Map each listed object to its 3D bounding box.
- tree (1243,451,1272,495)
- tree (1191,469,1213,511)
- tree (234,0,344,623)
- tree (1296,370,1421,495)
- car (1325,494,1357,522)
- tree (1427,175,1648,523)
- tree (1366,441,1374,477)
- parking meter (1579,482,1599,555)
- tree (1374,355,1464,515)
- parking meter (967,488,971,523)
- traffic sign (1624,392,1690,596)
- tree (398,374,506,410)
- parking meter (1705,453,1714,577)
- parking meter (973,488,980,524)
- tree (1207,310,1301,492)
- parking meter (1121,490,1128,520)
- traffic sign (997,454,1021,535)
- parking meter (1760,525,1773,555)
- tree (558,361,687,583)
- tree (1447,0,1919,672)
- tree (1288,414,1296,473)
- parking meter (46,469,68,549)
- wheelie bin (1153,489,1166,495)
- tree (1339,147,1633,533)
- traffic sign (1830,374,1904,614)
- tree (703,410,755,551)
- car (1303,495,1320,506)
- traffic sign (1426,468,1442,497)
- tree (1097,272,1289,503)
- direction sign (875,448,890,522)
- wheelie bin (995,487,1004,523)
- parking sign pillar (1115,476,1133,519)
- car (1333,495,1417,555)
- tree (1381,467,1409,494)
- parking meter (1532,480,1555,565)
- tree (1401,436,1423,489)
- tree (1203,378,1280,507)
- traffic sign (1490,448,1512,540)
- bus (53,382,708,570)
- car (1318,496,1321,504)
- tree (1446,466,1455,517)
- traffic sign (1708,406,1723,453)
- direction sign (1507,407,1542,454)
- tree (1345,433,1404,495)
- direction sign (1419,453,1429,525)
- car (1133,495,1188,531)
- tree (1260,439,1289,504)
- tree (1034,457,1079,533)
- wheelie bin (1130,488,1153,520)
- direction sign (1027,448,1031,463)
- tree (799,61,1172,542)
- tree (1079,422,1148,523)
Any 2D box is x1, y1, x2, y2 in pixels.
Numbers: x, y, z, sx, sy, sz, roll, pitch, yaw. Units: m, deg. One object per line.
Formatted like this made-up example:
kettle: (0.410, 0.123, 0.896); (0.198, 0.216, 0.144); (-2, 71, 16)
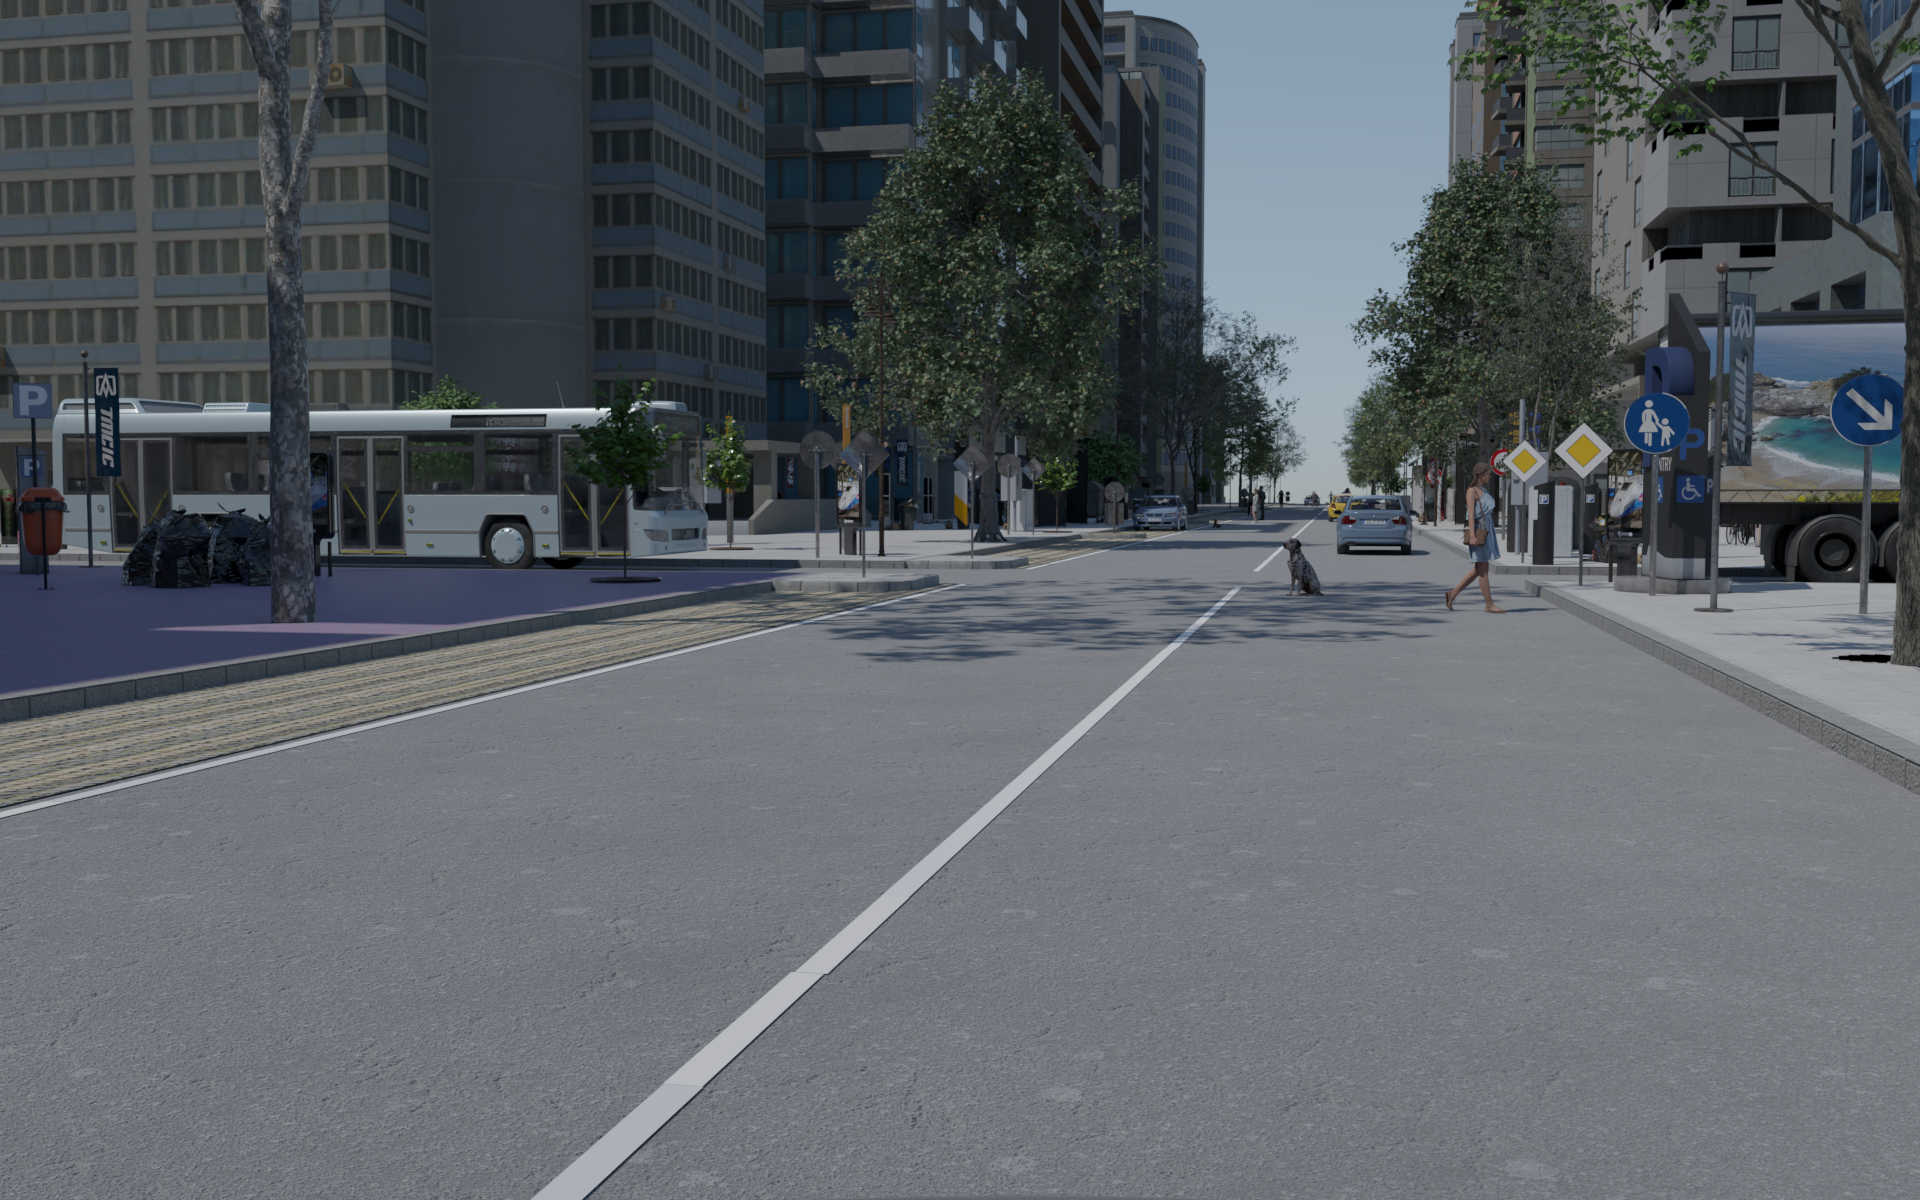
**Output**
tree: (36.126, -15.988, 211.769); (4.737, 8.622, 4.395); (0, 3, 0)
tree: (18.625, -8.490, 133.414); (1.663, 3.219, 1.824); (0, 3, 0)
tree: (-7.891, -9.787, 15.908); (12.611, 20.169, 13.585); (0, 3, 0)
tree: (41.955, -15.917, 170.609); (12.009, 13.543, 11.850); (0, 3, 0)
car: (19.979, -4.867, 89.801); (2.015, 1.641, 3.980); (1, 4, 11)
tree: (14.009, -5.550, 41.105); (4.360, 8.622, 3.978); (0, 3, 0)
tree: (36.754, -12.036, 147.158); (4.737, 8.622, 4.395); (0, 3, 0)
parking meter: (13.389, -1.741, 36.882); (0.372, 1.533, 0.369); (0, 3, 0)
tree: (23.010, -8.252, 85.280); (4.737, 8.622, 4.395); (0, 3, 0)
parking meter: (0.488, -4.147, 76.216); (0.372, 1.533, 0.369); (0, 3, 0)
traffic sign: (8.732, -1.325, 21.768); (0.768, 2.556, 0.104); (1, 4, 20)
tree: (-13.883, -3.893, 47.364); (4.285, 4.588, 4.351); (0, 3, 0)
parking meter: (10.490, -1.152, 24.552); (0.399, 1.863, 0.255); (-3, 4, -39)
parking meter: (0.828, -3.984, 73.554); (0.372, 1.533, 0.369); (0, 3, 0)
tree: (29.509, -19.921, 181.601); (12.611, 20.169, 13.585); (0, 3, 0)
parking meter: (8.226, -4.778, 86.525); (0.372, 1.533, 0.369); (0, 3, 0)
traffic sign: (1.529, -3.326, 54.493); (0.768, 2.556, 0.104); (1, 4, 17)
parking meter: (17.089, -1.719, 36.515); (0.372, 1.533, 0.369); (0, 3, 0)
tree: (-4.962, -1.885, 25.417); (1.663, 3.219, 1.824); (0, 3, 0)
tree: (7.193, -5.326, 12.842); (9.928, 11.665, 9.643); (0, 3, 0)
tree: (46.319, -21.036, 254.306); (12.009, 13.543, 11.850); (0, 3, 0)
parking meter: (-20.900, -2.105, 40.129); (0.399, 1.863, 0.255); (-1, 4, -15)
wheelie bin: (12.384, -6.099, 107.619); (0.980, 1.594, 0.693); (2, 4, 29)
tree: (17.533, -8.587, 57.413); (9.611, 12.733, 9.660); (0, 3, 0)
traffic sign: (9.654, -1.121, 18.434); (0.768, 2.556, 0.104); (1, 4, 21)
tree: (-5.221, -2.768, 39.853); (1.663, 3.219, 1.824); (0, 3, 0)
car: (42.445, -12.019, 209.088); (1.945, 1.354, 3.894); (1, 4, 13)
traffic sign: (22.672, -5.065, 82.917); (0.768, 2.556, 0.104); (1, 4, 16)
tree: (11.892, -11.376, 96.368); (12.009, 13.543, 11.850); (0, 3, 0)
direction sign: (-3.584, -5.369, 79.773); (0.876, 3.537, 0.379); (-3, 5, -43)
wheelie bin: (1.492, -4.097, 74.895); (0.693, 1.594, 0.980); (-2, 4, -29)
parking sign pillar: (8.501, -6.214, 90.064); (1.447, 3.967, 1.447); (2, 4, 29)
car: (10.128, -1.852, 42.283); (2.014, 1.417, 4.499); (1, 4, 14)
tree: (31.461, -7.966, 124.843); (1.663, 3.219, 1.824); (0, 3, 0)
parking meter: (10.555, -1.401, 31.314); (0.372, 1.533, 0.369); (0, 3, 0)
tree: (21.077, -7.691, 76.106); (4.360, 8.622, 3.978); (0, 3, 0)
tree: (27.723, -15.320, 168.607); (7.486, 12.596, 7.792); (0, 3, 0)
traffic sign: (15.155, -2.945, 48.257); (0.768, 2.556, 0.104); (1, 4, 17)
bus: (-10.614, -2.326, 32.897); (13.247, 3.499, 2.948); (1, 4, 13)
car: (49.287, -13.986, 241.257); (1.945, 1.354, 3.894); (1, 4, 12)
tree: (26.805, -6.251, 96.807); (1.663, 3.219, 1.824); (0, 3, 0)
traffic sign: (10.134, -1.462, 24.007); (0.768, 2.556, 0.104); (1, 4, 20)
direction sign: (14.712, -3.255, 45.217); (0.876, 3.537, 0.379); (3, 4, 37)
tree: (52.030, -18.181, 215.379); (7.486, 12.596, 7.792); (0, 3, 0)
direction sign: (19.281, -4.884, 71.854); (0.379, 3.537, 0.876); (2, 4, 26)
car: (7.940, -3.444, 68.319); (2.014, 1.417, 4.499); (1, 4, 14)
tree: (44.515, -18.027, 245.109); (4.360, 8.622, 3.978); (0, 3, 0)
tree: (3.097, -3.842, 57.418); (1.663, 3.219, 1.824); (0, 3, 0)
wheelie bin: (8.803, -4.716, 85.007); (0.980, 1.594, 0.693); (1, 4, 20)
direction sign: (3.332, -5.068, 74.864); (0.876, 3.537, 0.379); (1, 4, 15)
tree: (0.774, -7.902, 46.213); (9.611, 12.733, 9.660); (0, 3, 0)
tree: (6.833, -5.796, 78.481); (4.285, 4.588, 4.351); (0, 3, 0)
